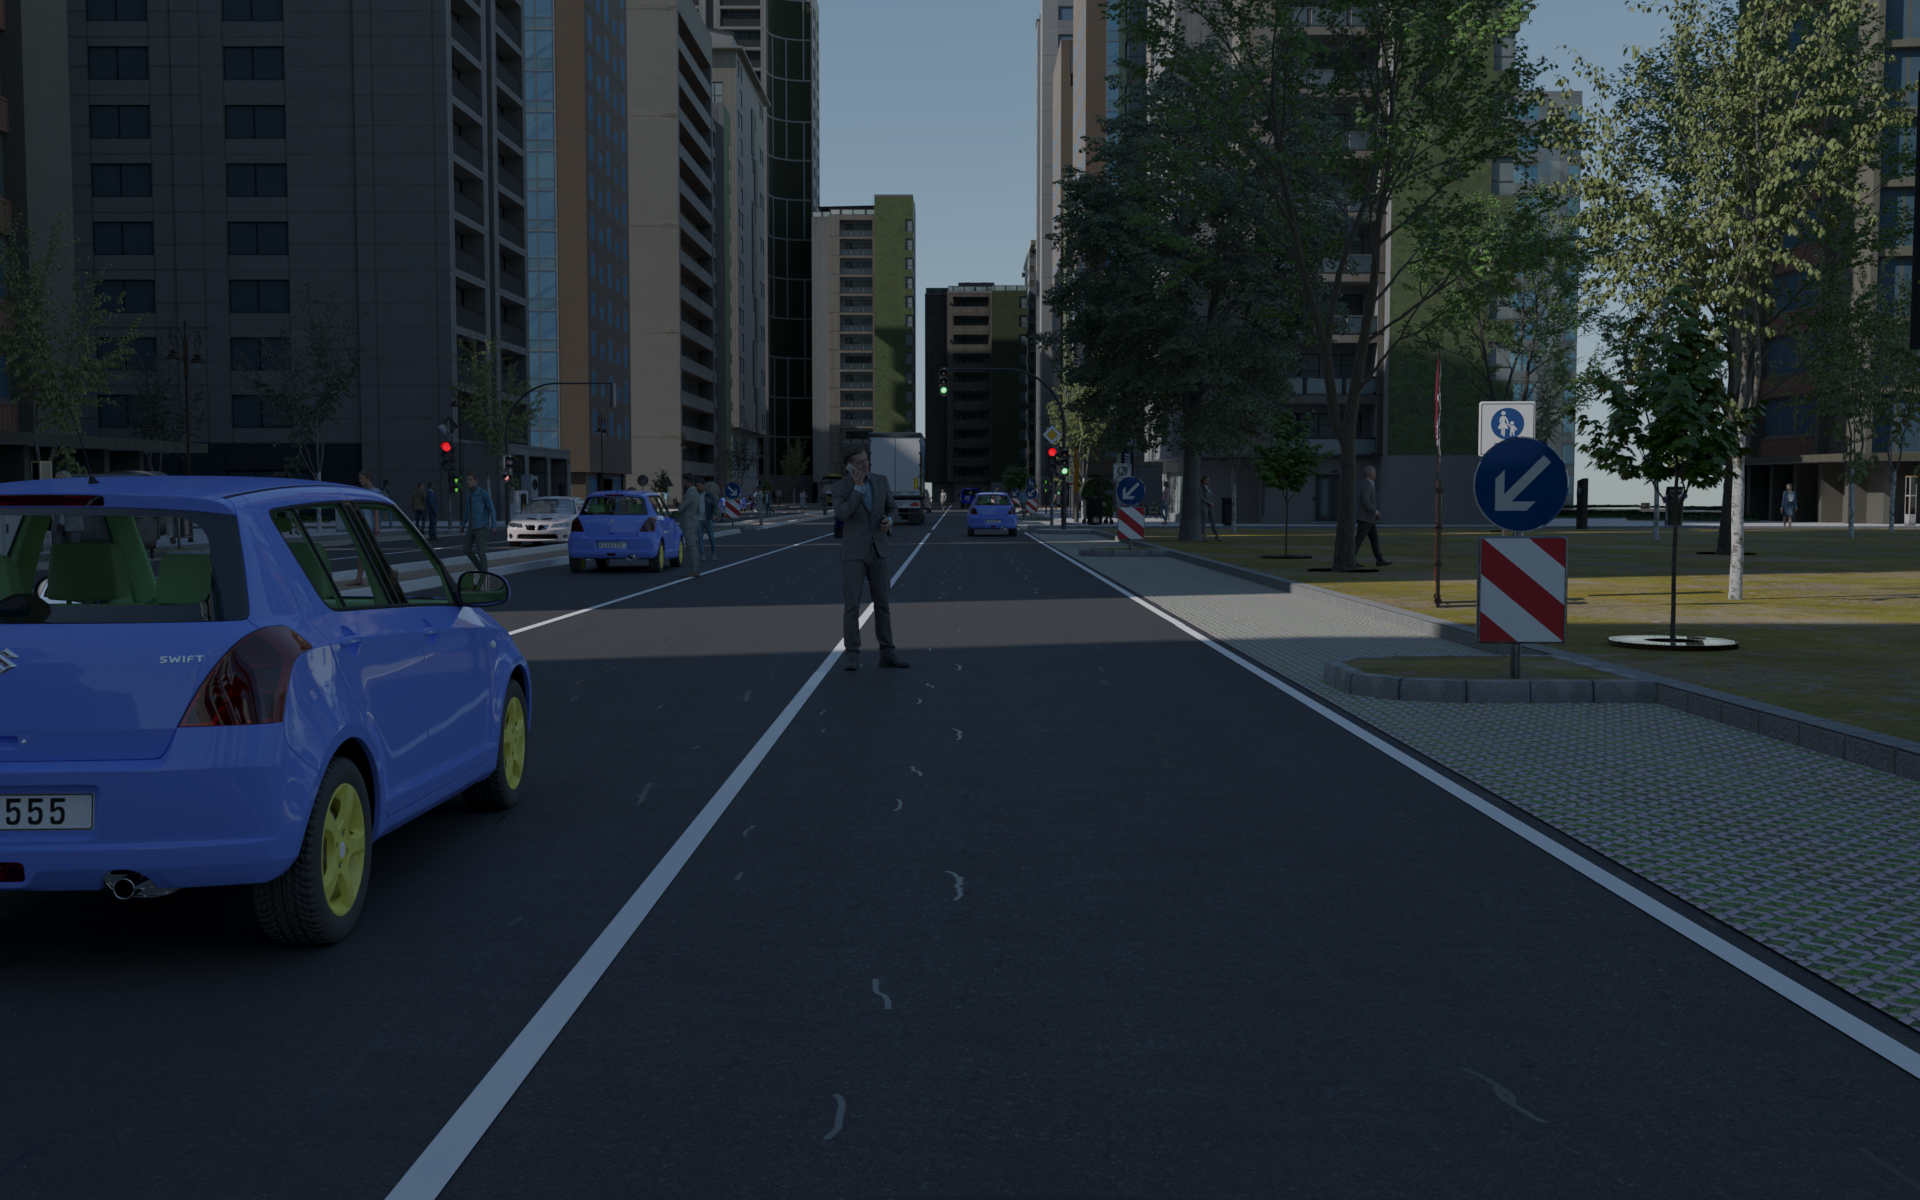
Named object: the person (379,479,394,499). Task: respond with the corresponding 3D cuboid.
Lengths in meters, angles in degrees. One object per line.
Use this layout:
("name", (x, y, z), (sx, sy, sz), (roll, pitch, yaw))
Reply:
("person", (-20.561, -3.418, 61.908), (0.794, 1.824, 0.713), (3, 4, 37))

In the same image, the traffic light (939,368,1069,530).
("traffic light", (1.636, -5.368, 62.435), (4.771, 5.953, 1.251), (0, 3, 0))

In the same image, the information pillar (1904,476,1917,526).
("information pillar", (38.618, -4.028, 70.347), (0.304, 2.012, 0.304), (0, 4, -5))

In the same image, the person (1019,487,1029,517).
("person", (4.017, -6.051, 107.299), (0.638, 1.841, 0.748), (1, 4, 15))

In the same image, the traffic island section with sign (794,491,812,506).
("traffic island section with sign", (-18.131, -11.731, 200.430), (1.989, 1.847, 2.006), (0, 3, 0))

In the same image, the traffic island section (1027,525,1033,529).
("traffic island section", (3.769, -2.960, 70.675), (2.009, 0.180, 2.903), (0, 3, 0))

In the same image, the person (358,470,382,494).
("person", (-9.193, -1.125, 26.987), (0.778, 1.811, 0.616), (-2, 4, -28))

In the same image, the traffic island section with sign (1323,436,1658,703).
("traffic island section with sign", (3.765, -0.251, 12.728), (1.989, 1.847, 2.006), (0, 3, 0))

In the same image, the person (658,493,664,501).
("person", (-23.927, -8.037, 138.456), (0.512, 1.701, 0.522), (-1, 4, -22))

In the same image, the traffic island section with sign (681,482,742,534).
("traffic island section with sign", (-9.158, -3.351, 62.930), (2.006, 1.907, 1.989), (0, 3, 0))

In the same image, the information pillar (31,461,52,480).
("information pillar", (-20.411, -2.083, 38.546), (0.304, 2.012, 0.304), (2, 4, 26))

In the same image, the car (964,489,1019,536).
("car", (1.097, -3.080, 59.956), (1.945, 1.707, 3.694), (0, 4, 0))

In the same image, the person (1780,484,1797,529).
("person", (31.097, -3.453, 64.981), (0.581, 1.822, 0.654), (1, 4, 23))

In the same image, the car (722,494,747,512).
("car", (-18.372, -8.038, 141.018), (1.945, 1.707, 3.694), (0, 4, -1))

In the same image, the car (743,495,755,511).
("car", (-18.415, -8.320, 148.620), (1.945, 1.354, 3.894), (0, 4, 0))

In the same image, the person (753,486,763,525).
("person", (-9.019, -4.196, 77.285), (0.466, 1.800, 0.511), (0, 4, -6))

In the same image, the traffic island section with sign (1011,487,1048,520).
("traffic island section with sign", (3.786, -5.299, 95.274), (1.989, 1.847, 2.006), (0, 3, 0))

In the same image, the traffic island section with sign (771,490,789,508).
("traffic island section with sign", (-18.127, -10.063, 173.154), (1.989, 1.847, 2.006), (0, 3, 0))

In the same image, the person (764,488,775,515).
("person", (-13.100, -6.769, 119.021), (0.795, 1.843, 0.661), (-1, 4, -10))

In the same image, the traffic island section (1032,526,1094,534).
("traffic island section", (3.768, -2.472, 62.690), (2.009, 0.180, 2.903), (0, 3, 0))

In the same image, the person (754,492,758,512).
("person", (-16.391, -8.013, 139.534), (0.620, 1.820, 0.660), (2, 4, 24))

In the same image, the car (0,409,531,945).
("car", (-2.829, 0.172, 6.780), (1.945, 1.707, 3.694), (0, 4, -2))

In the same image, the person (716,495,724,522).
("person", (-12.452, -4.861, 88.254), (0.850, 1.792, 0.678), (-2, 4, -29))

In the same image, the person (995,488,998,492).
("person", (1.893, -5.092, 92.103), (0.624, 1.780, 0.694), (-1, 4, -12))

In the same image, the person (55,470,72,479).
("person", (-13.989, -1.127, 27.118), (0.537, 1.800, 0.526), (0, 4, 6))

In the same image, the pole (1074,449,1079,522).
("pole", (5.277, -5.167, 78.327), (0.158, 3.312, 0.155), (0, 3, 0))

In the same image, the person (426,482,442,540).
("person", (-16.363, -2.754, 53.704), (0.419, 1.800, 0.721), (-2, 4, -31))

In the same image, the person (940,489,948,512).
("person", (-1.318, -7.984, 139.155), (0.709, 1.813, 0.853), (2, 4, 33))

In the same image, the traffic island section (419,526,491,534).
("traffic island section", (-18.474, -2.472, 62.697), (2.009, 0.180, 2.903), (0, 3, 0))

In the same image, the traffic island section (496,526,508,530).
("traffic island section", (-18.473, -2.960, 70.682), (2.009, 0.180, 2.903), (0, 3, 0))

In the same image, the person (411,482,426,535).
("person", (-18.874, -3.194, 60.640), (0.656, 1.842, 0.836), (-2, 4, -24))

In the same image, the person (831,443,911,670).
("person", (-0.724, -0.358, 14.165), (0.655, 1.846, 0.447), (-2, 4, -27))

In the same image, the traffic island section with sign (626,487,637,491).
("traffic island section with sign", (-18.143, -5.316, 95.546), (1.989, 1.847, 2.006), (0, 3, 0))

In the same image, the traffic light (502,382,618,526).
("traffic light", (-16.341, -5.866, 70.582), (4.771, 5.953, 1.251), (0, 3, 0))

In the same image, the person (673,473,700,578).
("person", (-4.720, -1.298, 29.895), (0.466, 1.800, 0.511), (-1, 4, -10))

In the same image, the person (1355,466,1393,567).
("person", (7.229, -1.467, 30.424), (0.834, 1.777, 0.661), (0, 4, 2))

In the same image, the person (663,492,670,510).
("person", (-23.733, -8.183, 139.694), (0.638, 1.841, 0.748), (2, 4, 35))

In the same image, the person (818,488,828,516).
("person", (-8.843, -6.320, 112.015), (0.590, 1.801, 0.661), (-1, 4, -21))

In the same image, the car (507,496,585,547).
("car", (-11.383, -2.221, 48.671), (2.083, 1.381, 4.827), (0, 4, -1))

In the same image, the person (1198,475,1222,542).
("person", (6.749, -2.471, 46.719), (0.573, 1.790, 0.520), (2, 4, 32))

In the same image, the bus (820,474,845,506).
("bus", (-15.448, -13.660, 214.888), (2.896, 3.916, 12.252), (0, 4, 0))

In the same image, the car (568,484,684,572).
("car", (-6.300, -1.429, 32.954), (1.945, 1.707, 3.694), (0, 4, -1))

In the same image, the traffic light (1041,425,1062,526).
("traffic light", (3.728, -4.993, 70.561), (0.839, 4.253, 0.868), (0, 3, 0))

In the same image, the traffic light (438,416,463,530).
("traffic light", (-18.433, -4.504, 62.562), (0.839, 4.253, 0.868), (0, 3, 0))

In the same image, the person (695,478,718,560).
("person", (-5.570, -1.762, 37.655), (0.623, 1.781, 0.721), (0, 4, -5))

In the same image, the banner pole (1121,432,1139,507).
("banner pole", (6.257, -4.471, 63.118), (0.863, 3.779, 0.401), (1, 4, 14))

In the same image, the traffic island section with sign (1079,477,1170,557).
("traffic island section with sign", (3.771, -1.925, 40.094), (1.989, 1.847, 2.006), (0, 3, 0))

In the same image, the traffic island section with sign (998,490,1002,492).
("traffic island section with sign", (3.783, -6.948, 122.229), (1.989, 1.847, 2.006), (0, 3, 0))

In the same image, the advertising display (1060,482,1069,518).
("advertising display", (5.673, -5.425, 93.918), (0.123, 1.923, 0.974), (-1, 4, -21))

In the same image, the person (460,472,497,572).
("person", (-7.612, -1.136, 27.411), (0.601, 1.785, 0.444), (3, 5, 40))

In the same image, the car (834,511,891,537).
("car", (-3.269, -2.813, 58.575), (1.945, 1.354, 3.894), (0, 4, 1))

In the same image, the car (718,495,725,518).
("car", (-15.525, -5.957, 106.981), (1.945, 1.707, 3.694), (0, 4, -1))

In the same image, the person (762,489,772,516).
("person", (-12.571, -6.367, 112.941), (0.623, 1.781, 0.721), (-1, 4, -16))

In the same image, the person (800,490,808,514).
("person", (-11.189, -7.020, 123.849), (0.480, 1.755, 0.524), (2, 4, 30))

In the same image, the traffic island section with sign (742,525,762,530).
("traffic island section with sign", (-9.147, -3.804, 70.337), (2.006, 1.907, 1.989), (0, 3, 0))
